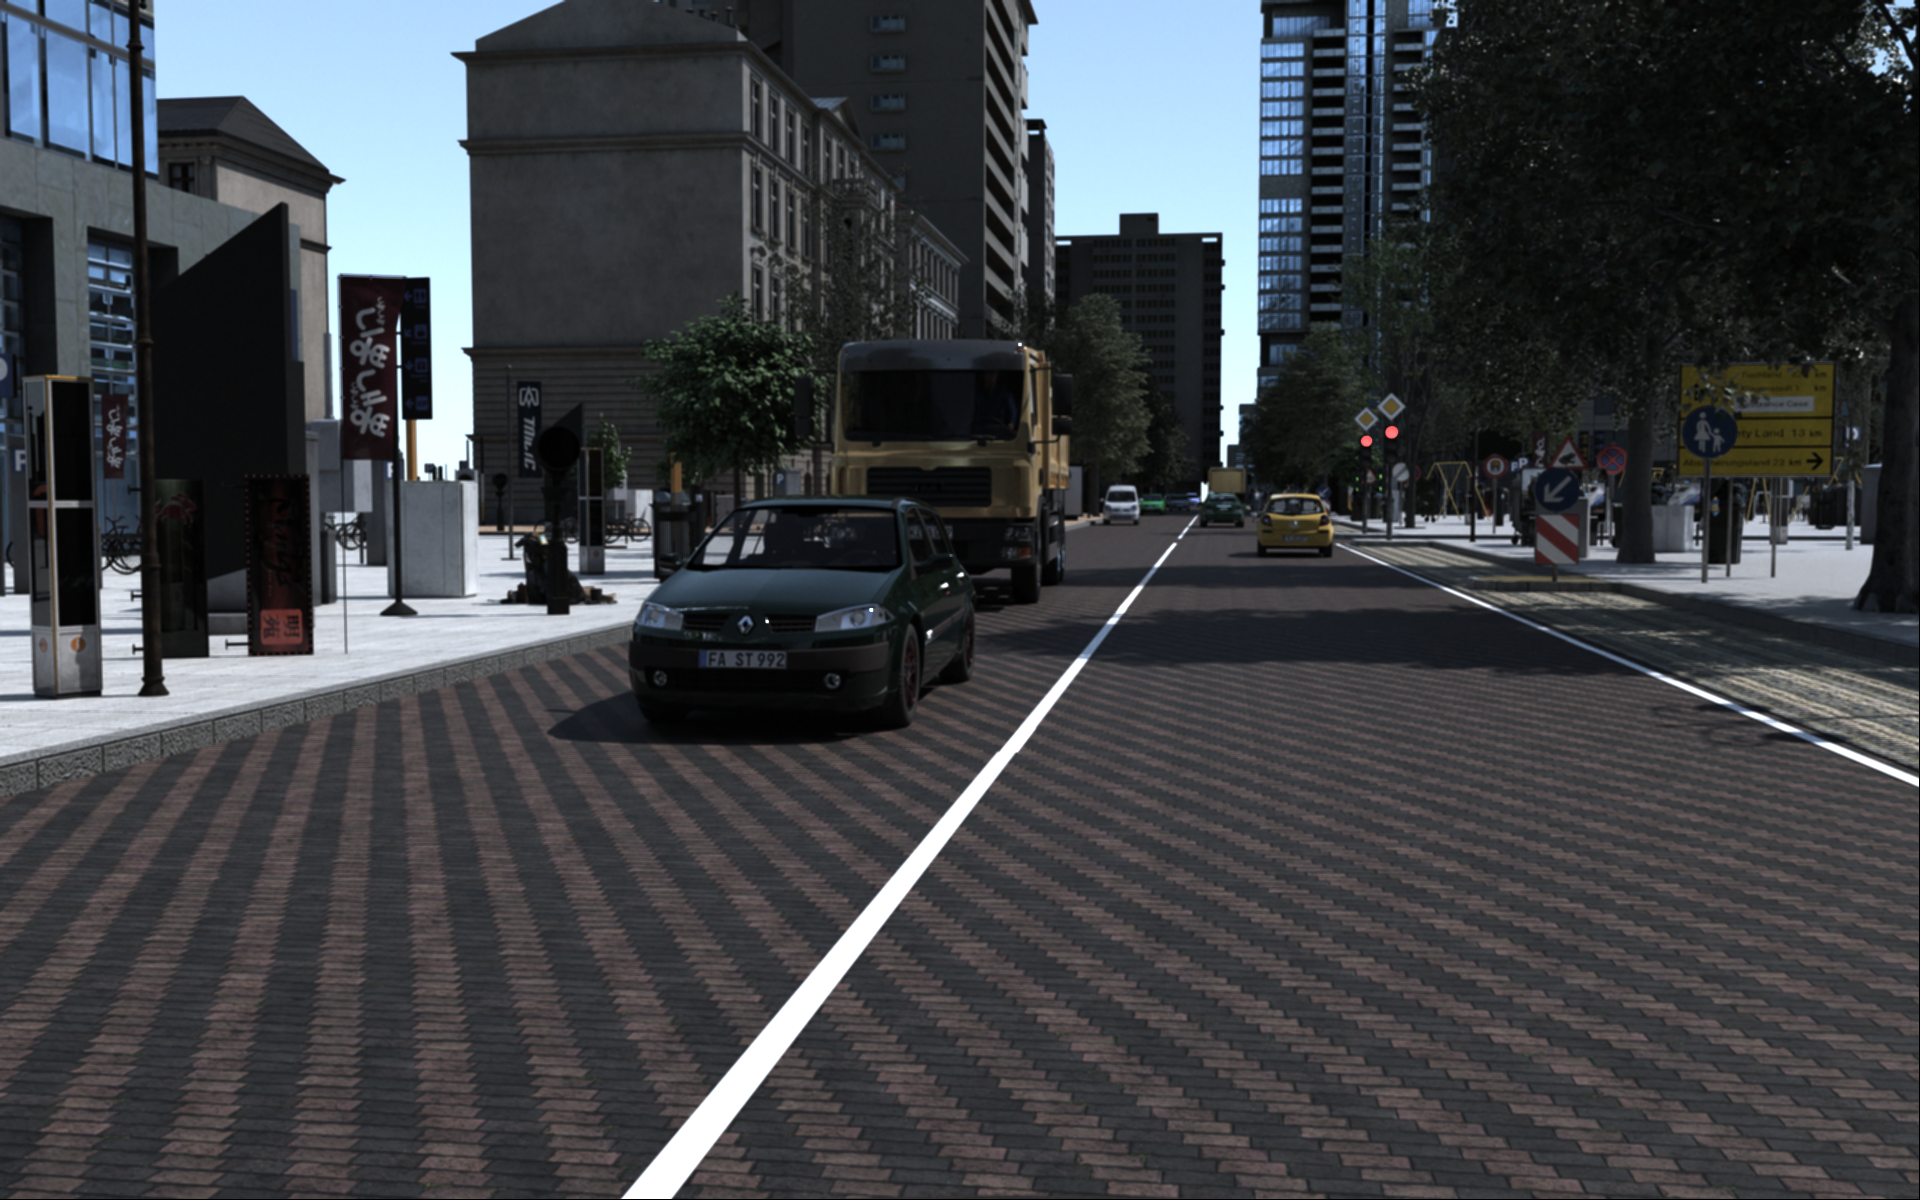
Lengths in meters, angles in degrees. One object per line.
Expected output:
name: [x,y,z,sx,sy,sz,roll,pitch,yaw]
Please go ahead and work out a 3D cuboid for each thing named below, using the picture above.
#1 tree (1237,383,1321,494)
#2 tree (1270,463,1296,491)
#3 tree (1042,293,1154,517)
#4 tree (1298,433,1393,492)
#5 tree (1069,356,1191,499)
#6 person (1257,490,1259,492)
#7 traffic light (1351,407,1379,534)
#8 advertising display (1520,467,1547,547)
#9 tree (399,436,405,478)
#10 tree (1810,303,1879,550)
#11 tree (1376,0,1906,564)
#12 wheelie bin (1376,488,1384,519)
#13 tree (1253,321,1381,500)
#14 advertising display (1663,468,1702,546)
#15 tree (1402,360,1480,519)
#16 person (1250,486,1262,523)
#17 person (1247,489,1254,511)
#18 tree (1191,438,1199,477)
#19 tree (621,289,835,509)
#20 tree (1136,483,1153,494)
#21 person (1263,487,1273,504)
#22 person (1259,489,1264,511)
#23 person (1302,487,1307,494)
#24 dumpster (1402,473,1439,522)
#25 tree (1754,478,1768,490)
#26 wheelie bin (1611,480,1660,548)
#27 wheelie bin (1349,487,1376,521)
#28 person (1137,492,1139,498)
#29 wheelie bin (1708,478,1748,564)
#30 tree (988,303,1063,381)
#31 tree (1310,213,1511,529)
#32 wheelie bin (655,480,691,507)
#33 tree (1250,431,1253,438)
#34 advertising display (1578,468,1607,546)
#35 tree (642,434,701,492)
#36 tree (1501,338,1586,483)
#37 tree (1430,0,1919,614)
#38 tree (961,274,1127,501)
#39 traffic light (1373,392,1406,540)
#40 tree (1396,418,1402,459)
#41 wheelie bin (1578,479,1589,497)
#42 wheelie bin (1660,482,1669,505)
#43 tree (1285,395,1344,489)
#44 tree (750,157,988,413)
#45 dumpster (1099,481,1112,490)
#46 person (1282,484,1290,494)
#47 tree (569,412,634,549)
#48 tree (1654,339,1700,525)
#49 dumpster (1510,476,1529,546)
tree: [36.380,-17.642,195.103,9.857,13.997,8.962,0,3,0]
tree: [31.165,-10.823,160.667,4.285,4.588,4.351,0,3,0]
tree: [7.369,-11.030,98.464,7.486,12.596,7.792,0,3,0]
tree: [21.117,-6.608,91.761,4.285,4.588,4.351,0,3,0]
tree: [13.136,-13.518,138.031,9.611,12.733,9.660,0,3,0]
person: [26.168,-8.794,152.288,0.705,1.822,1.348,1,4,19]
traffic light: [13.060,-4.095,55.875,0.839,4.253,0.868,1,4,8]
advertising display: [13.849,-2.228,41.647,0.123,1.923,0.974,-2,4,-24]
tree: [-15.970,-3.293,48.440,1.663,3.219,1.824,0,3,0]
tree: [20.222,-5.458,39.594,4.360,8.622,3.978,0,3,0]
tree: [12.637,-7.647,31.687,9.857,13.997,8.962,0,3,0]
wheelie bin: [20.943,-4.868,87.505,0.980,1.594,0.693,3,5,41]
tree: [23.894,-11.983,114.047,7.486,12.596,7.792,0,3,0]
advertising display: [17.863,-2.302,42.853,0.974,1.923,0.123,0,4,-6]
tree: [25.488,-8.595,90.887,4.360,8.622,3.978,0,3,0]
person: [14.895,-4.811,87.191,0.581,1.822,0.654,1,4,11]
person: [25.007,-8.582,148.439,0.705,1.869,1.348,3,4,38]
tree: [18.288,-15.817,175.609,9.611,12.733,9.660,0,3,0]
tree: [-3.699,-2.701,27.873,4.285,4.588,4.351,0,3,0]
tree: [20.695,-14.532,187.964,4.360,8.622,3.978,0,3,0]
person: [20.343,-6.510,114.304,0.648,1.900,0.474,-2,4,-35]
person: [26.040,-8.669,150.110,0.599,1.838,0.709,2,4,32]
person: [19.731,-5.557,99.129,0.755,1.850,0.659,1,4,19]
dumpster: [20.968,-4.680,79.005,1.502,2.255,1.985,1,4,8]
tree: [46.288,-9.018,97.801,4.737,8.622,4.395,0,3,0]
wheelie bin: [15.909,-2.030,41.102,0.693,1.594,0.980,-1,4,-19]
wheelie bin: [18.814,-4.494,81.386,0.980,1.594,0.693,-1,4,-18]
person: [21.934,-12.462,212.966,1.217,1.736,0.721,-1,4,-18]
wheelie bin: [14.119,-1.470,31.940,0.693,1.594,0.980,2,4,32]
tree: [1.715,-7.082,66.146,4.360,8.622,3.978,0,3,0]
tree: [16.795,-8.466,64.167,9.928,11.665,9.643,0,3,0]
wheelie bin: [-6.640,-1.963,40.009,0.693,1.594,0.980,1,4,9]
tree: [28.929,-14.202,150.325,7.486,12.596,7.792,0,3,0]
advertising display: [15.589,-2.296,42.755,0.974,1.923,0.123,-2,4,-33]
tree: [-7.827,-3.302,48.583,1.663,3.219,1.824,0,3,0]
tree: [25.441,-7.617,74.900,4.737,8.622,4.395,0,3,0]
tree: [10.230,-6.207,18.485,9.611,12.733,9.660,0,3,0]
tree: [3.667,-8.514,73.619,7.601,10.594,8.767,2,4,32]
traffic light: [11.897,-3.612,47.975,0.839,4.253,0.868,1,4,8]
tree: [33.726,-10.727,125.742,4.360,8.622,3.978,0,3,0]
wheelie bin: [13.098,-1.800,37.339,0.980,1.594,0.693,0,4,-7]
wheelie bin: [18.505,-2.308,45.642,0.693,1.594,0.980,0,4,1]
tree: [25.214,-10.464,121.441,4.737,8.622,4.395,0,3,0]
tree: [-2.310,-5.308,37.154,4.360,8.622,3.978,0,3,0]
dumpster: [10.357,-7.403,123.527,1.502,2.255,1.985,1,4,8]
person: [13.588,-3.940,72.768,0.795,1.843,0.661,1,4,21]
tree: [-8.517,-2.824,40.778,1.663,3.219,1.824,0,3,0]
tree: [28.499,-7.119,66.765,4.360,8.622,3.978,0,3,0]
dumpster: [14.537,-2.296,43.296,1.264,1.857,1.865,1,4,8]
